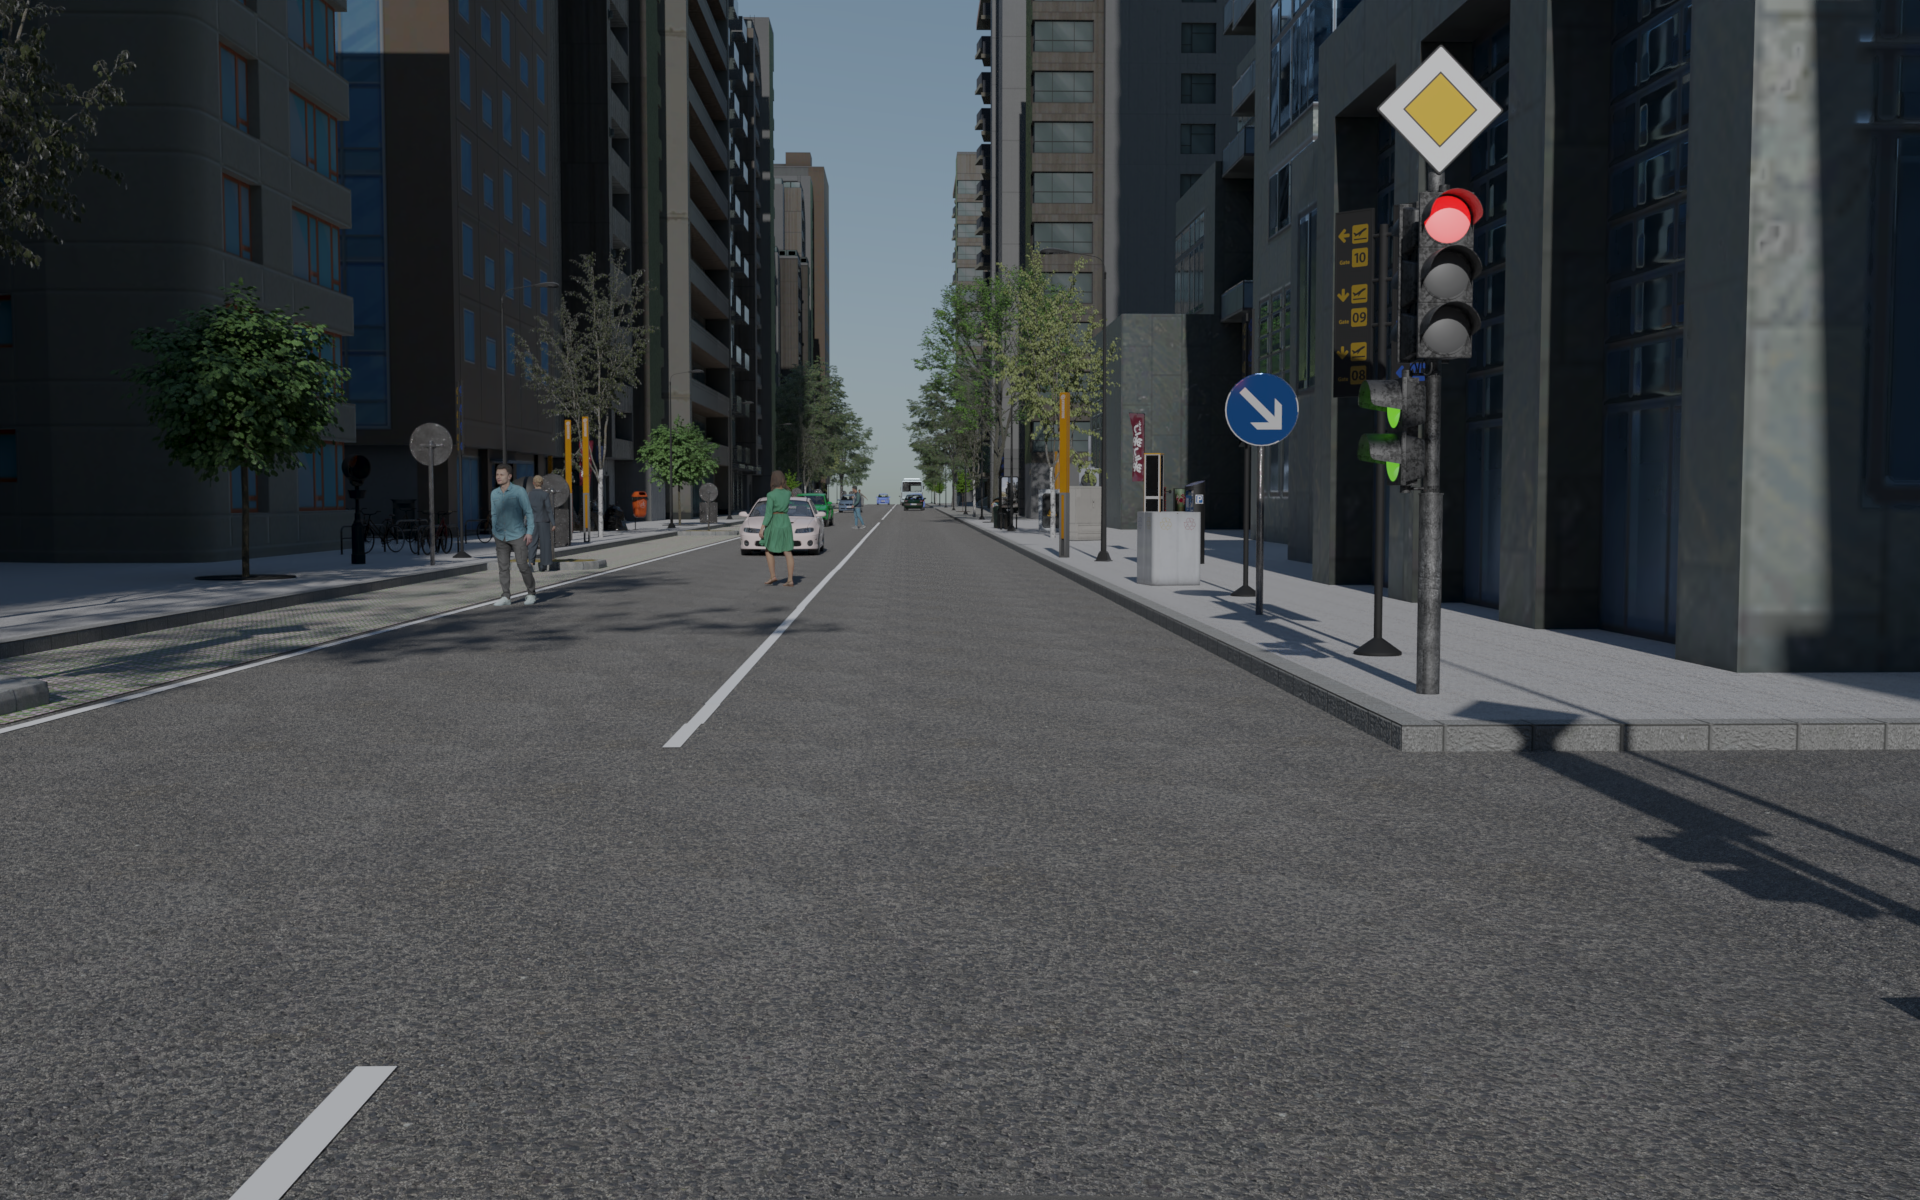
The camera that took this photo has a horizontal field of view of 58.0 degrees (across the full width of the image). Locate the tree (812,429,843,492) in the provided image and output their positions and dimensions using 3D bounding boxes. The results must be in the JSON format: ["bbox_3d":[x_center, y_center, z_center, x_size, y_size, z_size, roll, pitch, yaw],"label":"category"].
[{"bbox_3d":[-14.802,-14.417,186.073,4.737,8.622,4.395,0,3,0],"label":"tree"}]

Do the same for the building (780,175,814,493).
[{"bbox_3d":[-25.703,-32.576,216.212,14.154,41.232,14.086,0,4,-2],"label":"building"}]

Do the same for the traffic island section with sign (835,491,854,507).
[{"bbox_3d":[-12.877,-11.278,193.030,1.989,1.847,2.006,0,4,-2],"label":"traffic island section with sign"}]

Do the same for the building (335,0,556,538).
[{"bbox_3d":[-21.620,-24.795,55.509,14.600,45.320,14.200,0,4,-2],"label":"building"}]

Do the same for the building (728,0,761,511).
[{"bbox_3d":[-26.752,-30.690,121.386,23.786,49.044,30.456,0,4,-2],"label":"building"}]

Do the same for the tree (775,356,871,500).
[{"bbox_3d":[-14.619,-15.540,160.740,9.857,13.997,8.962,0,3,0],"label":"tree"}]

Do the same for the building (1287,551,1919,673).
[{"bbox_3d":[20.715,-43.347,21.397,31.000,86.520,22.319,0,4,-2],"label":"building"}]

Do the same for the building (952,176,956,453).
[{"bbox_3d":[10.089,-35.268,231.257,22.147,44.769,28.867,0,4,-2],"label":"building"}]

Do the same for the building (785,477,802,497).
[{"bbox_3d":[-33.149,-30.032,182.910,32.217,40.220,23.993,0,4,-2],"label":"building"}]

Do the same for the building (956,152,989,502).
[{"bbox_3d":[6.450,-32.180,209.735,14.154,41.232,14.086,0,4,-2],"label":"building"}]

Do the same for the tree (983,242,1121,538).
[{"bbox_3d":[2.715,-6.114,50.327,4.737,8.622,4.395,0,3,0],"label":"tree"}]

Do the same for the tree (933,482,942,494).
[{"bbox_3d":[-2.489,-12.777,203.503,1.663,3.219,1.824,0,3,0],"label":"tree"}]

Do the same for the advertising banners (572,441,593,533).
[{"bbox_3d":[-12.875,-3.687,56.462,2.074,3.025,0.090,1,4,15],"label":"advertising banners"}]

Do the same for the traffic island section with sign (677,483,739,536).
[{"bbox_3d":[-8.712,-3.152,60.159,1.989,1.847,2.006,0,4,-2],"label":"traffic island section with sign"}]

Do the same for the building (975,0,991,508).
[{"bbox_3d":[12.521,-30.006,145.229,22.147,44.769,28.867,0,4,-2],"label":"building"}]

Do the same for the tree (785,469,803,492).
[{"bbox_3d":[-13.266,-8.545,134.315,1.663,3.219,1.824,0,3,0],"label":"tree"}]

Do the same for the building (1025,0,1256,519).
[{"bbox_3d":[10.461,-19.777,95.049,14.160,30.474,14.107,0,4,-2],"label":"building"}]

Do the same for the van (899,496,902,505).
[{"bbox_3d":[-6.997,-13.444,226.821,2.013,2.044,4.112,0,4,-3],"label":"van"}]

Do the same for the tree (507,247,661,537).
[{"bbox_3d":[-10.902,-6.180,51.406,4.360,8.622,3.978,0,3,0],"label":"tree"}]

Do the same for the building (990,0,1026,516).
[{"bbox_3d":[12.528,-35.070,115.388,21.231,58.520,28.212,0,4,-2],"label":"building"}]

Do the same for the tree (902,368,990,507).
[{"bbox_3d":[-0.660,-16.208,171.648,9.857,13.997,8.962,0,3,0],"label":"tree"}]

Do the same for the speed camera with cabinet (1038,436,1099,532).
[{"bbox_3d":[3.705,-3.949,58.906,2.038,3.252,0.660,0,4,6],"label":"speed camera with cabinet"}]

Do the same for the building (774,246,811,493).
[{"bbox_3d":[-24.904,-26.348,202.489,14.160,30.474,14.107,0,4,-2],"label":"building"}]

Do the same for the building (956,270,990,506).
[{"bbox_3d":[15.744,-30.499,190.546,32.217,40.220,23.993,0,4,-2],"label":"building"}]

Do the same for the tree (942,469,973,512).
[{"bbox_3d":[0.106,-7.927,124.204,1.663,3.219,1.824,0,3,0],"label":"tree"}]

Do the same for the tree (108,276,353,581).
[{"bbox_3d":[-10.934,-2.596,26.165,4.285,4.588,4.351,0,3,0],"label":"tree"}]

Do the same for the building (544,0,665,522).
[{"bbox_3d":[-21.442,-18.739,78.091,14.160,30.474,14.107,0,4,-2],"label":"building"}]

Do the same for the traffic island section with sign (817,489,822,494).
[{"bbox_3d":[-11.105,-7.816,136.421,1.989,1.847,2.006,0,4,-2],"label":"traffic island section with sign"}]

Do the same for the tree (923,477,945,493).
[{"bbox_3d":[-3.595,-15.549,237.936,4.285,4.588,4.351,0,3,0],"label":"tree"}]

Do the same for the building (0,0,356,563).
[{"bbox_3d":[-27.660,-11.047,25.653,27.650,21.520,28.899,0,4,-2],"label":"building"}]

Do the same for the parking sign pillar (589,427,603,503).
[{"bbox_3d":[-14.859,-5.007,70.330,1.447,3.967,1.447,-2,4,-24],"label":"parking sign pillar"}]

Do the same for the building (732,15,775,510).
[{"bbox_3d":[-22.906,-28.158,143.985,14.154,41.232,14.086,0,4,-2],"label":"building"}]

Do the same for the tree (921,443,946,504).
[{"bbox_3d":[-3.342,-16.970,227.822,4.737,8.622,4.395,0,3,0],"label":"tree"}]

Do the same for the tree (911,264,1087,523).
[{"bbox_3d":[1.760,-9.267,77.266,9.928,11.665,9.643,0,3,0],"label":"tree"}]

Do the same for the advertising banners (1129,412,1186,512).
[{"bbox_3d":[4.359,-2.548,37.853,2.074,3.025,0.090,-3,5,-44],"label":"advertising banners"}]

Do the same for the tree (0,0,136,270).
[{"bbox_3d":[-10.161,-4.088,17.199,4.360,8.622,3.978,0,3,0],"label":"tree"}]

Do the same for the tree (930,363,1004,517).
[{"bbox_3d":[0.587,-8.918,96.171,4.360,8.622,3.978,0,3,0],"label":"tree"}]

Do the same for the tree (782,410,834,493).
[{"bbox_3d":[-13.359,-12.333,152.011,4.360,8.622,3.978,0,3,0],"label":"tree"}]

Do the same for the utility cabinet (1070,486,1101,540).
[{"bbox_3d":[3.499,-2.383,47.637,1.173,1.500,0.318,-3,5,-43],"label":"utility cabinet"}]

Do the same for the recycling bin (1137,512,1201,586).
[{"bbox_3d":[2.954,-0.734,24.550,0.722,1.027,0.722,-1,4,-13],"label":"recycling bin"}]

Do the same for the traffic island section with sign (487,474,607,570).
[{"bbox_3d":[-7.862,-1.504,33.218,1.989,1.847,2.006,0,4,-2],"label":"traffic island section with sign"}]

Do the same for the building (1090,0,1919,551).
[{"bbox_3d":[17.083,-45.402,54.987,22.319,86.520,31.000,0,4,-2],"label":"building"}]

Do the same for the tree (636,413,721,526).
[{"bbox_3d":[-11.493,-5.316,70.624,4.285,4.588,4.351,0,3,0],"label":"tree"}]

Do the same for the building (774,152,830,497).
[{"bbox_3d":[-24.594,-35.506,230.639,14.600,45.320,14.200,0,4,-2],"label":"building"}]

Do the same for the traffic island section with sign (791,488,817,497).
[{"bbox_3d":[-10.255,-6.156,109.281,1.989,1.847,2.006,0,4,-2],"label":"traffic island section with sign"}]

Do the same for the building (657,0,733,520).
[{"bbox_3d":[-24.467,-28.855,95.481,21.300,48.544,21.600,0,4,-2],"label":"building"}]

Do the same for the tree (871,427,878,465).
[{"bbox_3d":[-16.674,-20.719,245.406,9.857,13.997,8.962,0,3,0],"label":"tree"}]
